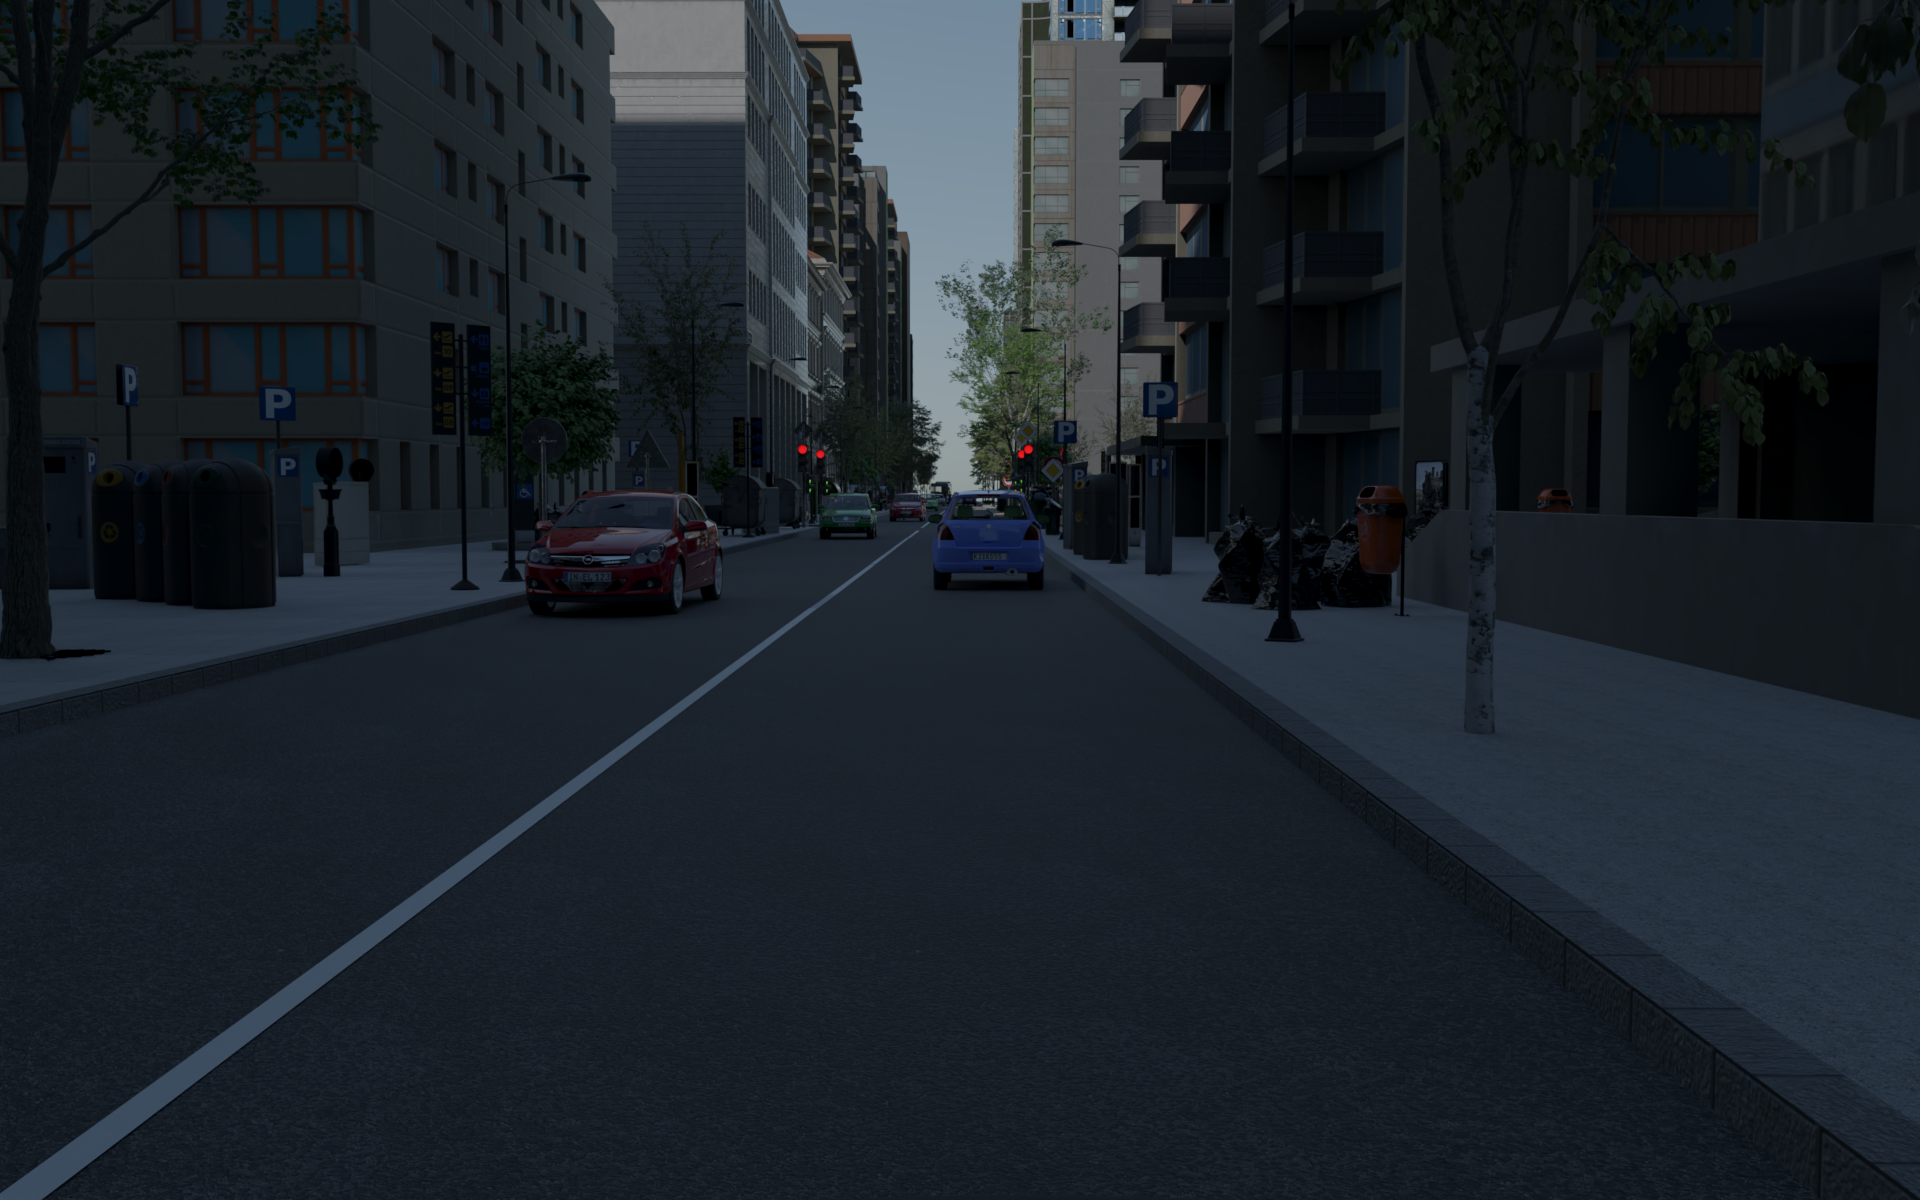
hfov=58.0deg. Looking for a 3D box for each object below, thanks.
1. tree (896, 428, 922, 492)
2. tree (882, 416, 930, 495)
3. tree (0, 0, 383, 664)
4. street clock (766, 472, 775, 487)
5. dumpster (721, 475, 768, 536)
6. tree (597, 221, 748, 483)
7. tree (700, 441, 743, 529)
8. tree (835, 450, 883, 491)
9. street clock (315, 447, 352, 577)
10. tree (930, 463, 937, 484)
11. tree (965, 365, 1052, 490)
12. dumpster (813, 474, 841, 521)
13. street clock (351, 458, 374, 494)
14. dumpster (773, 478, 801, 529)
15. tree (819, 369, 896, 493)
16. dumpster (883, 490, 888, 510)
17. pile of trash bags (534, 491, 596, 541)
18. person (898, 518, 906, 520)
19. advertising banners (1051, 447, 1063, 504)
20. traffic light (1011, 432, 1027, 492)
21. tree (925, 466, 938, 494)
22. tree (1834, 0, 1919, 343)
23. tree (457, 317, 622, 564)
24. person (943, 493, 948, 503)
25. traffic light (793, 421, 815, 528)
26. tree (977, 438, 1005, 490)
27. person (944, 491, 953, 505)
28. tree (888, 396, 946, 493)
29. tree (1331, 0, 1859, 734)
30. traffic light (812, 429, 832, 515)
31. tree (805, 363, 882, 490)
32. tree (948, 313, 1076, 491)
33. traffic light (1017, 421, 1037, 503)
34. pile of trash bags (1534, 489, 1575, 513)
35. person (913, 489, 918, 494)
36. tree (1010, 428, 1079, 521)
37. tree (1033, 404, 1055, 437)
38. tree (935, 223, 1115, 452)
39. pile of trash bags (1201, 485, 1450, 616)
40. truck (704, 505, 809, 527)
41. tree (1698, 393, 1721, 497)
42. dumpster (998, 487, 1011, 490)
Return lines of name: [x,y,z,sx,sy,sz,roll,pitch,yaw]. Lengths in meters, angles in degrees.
tree: [-6.267,-11.512,138.581,4.737,8.622,4.395,0,3,0]
tree: [-5.963,-13.039,163.554,4.360,8.622,3.978,0,3,0]
tree: [-7.189,-5.353,13.283,9.928,11.665,9.643,0,3,0]
street clock: [-6.183,-3.174,56.470,0.358,2.002,0.471,0,4,3]
dumpster: [-6.648,-2.908,53.310,1.264,1.857,1.865,0,3,0]
tree: [-7.420,-5.850,46.006,4.360,8.622,3.978,0,3,0]
tree: [-8.610,-4.203,63.322,1.663,3.219,1.824,0,3,0]
tree: [-7.062,-8.401,121.062,4.285,4.588,4.351,0,3,0]
street clock: [-9.777,-1.366,26.903,0.358,2.002,0.471,0,4,6]
tree: [-5.746,-14.789,192.166,4.360,8.622,3.978,0,3,0]
tree: [4.309,-14.195,150.221,7.486,12.596,7.792,0,3,0]
dumpster: [-6.406,-4.837,81.583,1.502,2.255,1.985,0,4,0]
street clock: [-12.180,-1.878,35.271,0.471,2.002,0.358,-2,4,-30]
dumpster: [-6.550,-3.554,63.859,1.264,1.857,1.865,0,3,0]
tree: [-6.667,-9.312,102.620,4.737,8.622,4.395,0,3,0]
dumpster: [-6.255,-7.885,134.680,1.264,1.857,1.865,0,4,0]
pile of trash bags: [-10.216,-2.215,45.974,1.912,1.369,3.447,-2,4,-30]
person: [-3.166,-5.022,94.884,0.640,1.303,0.475,2,4,35]
advertising banners: [3.642,-4.202,64.888,0.090,3.025,2.074,-1,4,-8]
traffic light: [2.620,-5.220,74.264,0.839,4.253,0.868,0,4,0]
tree: [-5.803,-21.264,298.026,4.737,8.622,4.395,0,3,0]
tree: [2.710,-3.180,2.358,4.360,8.622,3.978,0,3,0]
tree: [-7.817,-2.983,32.491,4.285,4.588,4.351,0,3,0]
person: [-1.854,-12.970,222.029,0.593,1.643,0.415,-3,5,-44]
traffic light: [-5.974,-4.733,66.298,0.839,4.253,0.868,0,4,0]
tree: [3.661,-15.250,199.703,4.360,8.622,3.978,0,3,0]
person: [-1.048,-9.813,169.619,1.217,1.739,0.721,-2,4,-33]
tree: [-6.907,-19.455,224.744,9.857,13.997,8.962,0,3,0]
tree: [2.788,-3.576,8.833,4.737,8.622,4.395,0,3,0]
traffic light: [-5.941,-5.221,74.283,0.839,4.253,0.868,0,4,0]
tree: [-6.683,-8.964,96.918,4.360,8.622,3.978,0,3,0]
tree: [3.154,-10.644,99.782,9.928,11.665,9.643,0,3,0]
traffic light: [2.588,-4.731,66.279,0.839,4.253,0.868,0,4,0]
pile of trash bags: [8.657,-1.182,29.071,3.447,1.369,1.912,-1,4,-10]
person: [-3.822,-8.521,147.794,0.580,1.828,0.573,2,4,28]
tree: [4.224,-6.109,83.603,4.285,4.588,4.351,0,3,0]
tree: [7.424,-11.317,135.389,4.360,8.622,3.978,0,3,0]
tree: [4.459,-16.272,121.934,12.611,20.169,13.585,0,3,0]
pile of trash bags: [4.109,-0.598,19.535,1.912,1.369,3.447,-1,4,-13]
truck: [-15.681,-4.966,70.952,18.799,4.110,2.967,0,4,1]
tree: [11.919,-2.067,28.405,1.663,3.219,1.824,0,3,0]
dumpster: [3.410,-7.765,132.722,1.264,1.857,1.865,0,4,0]
